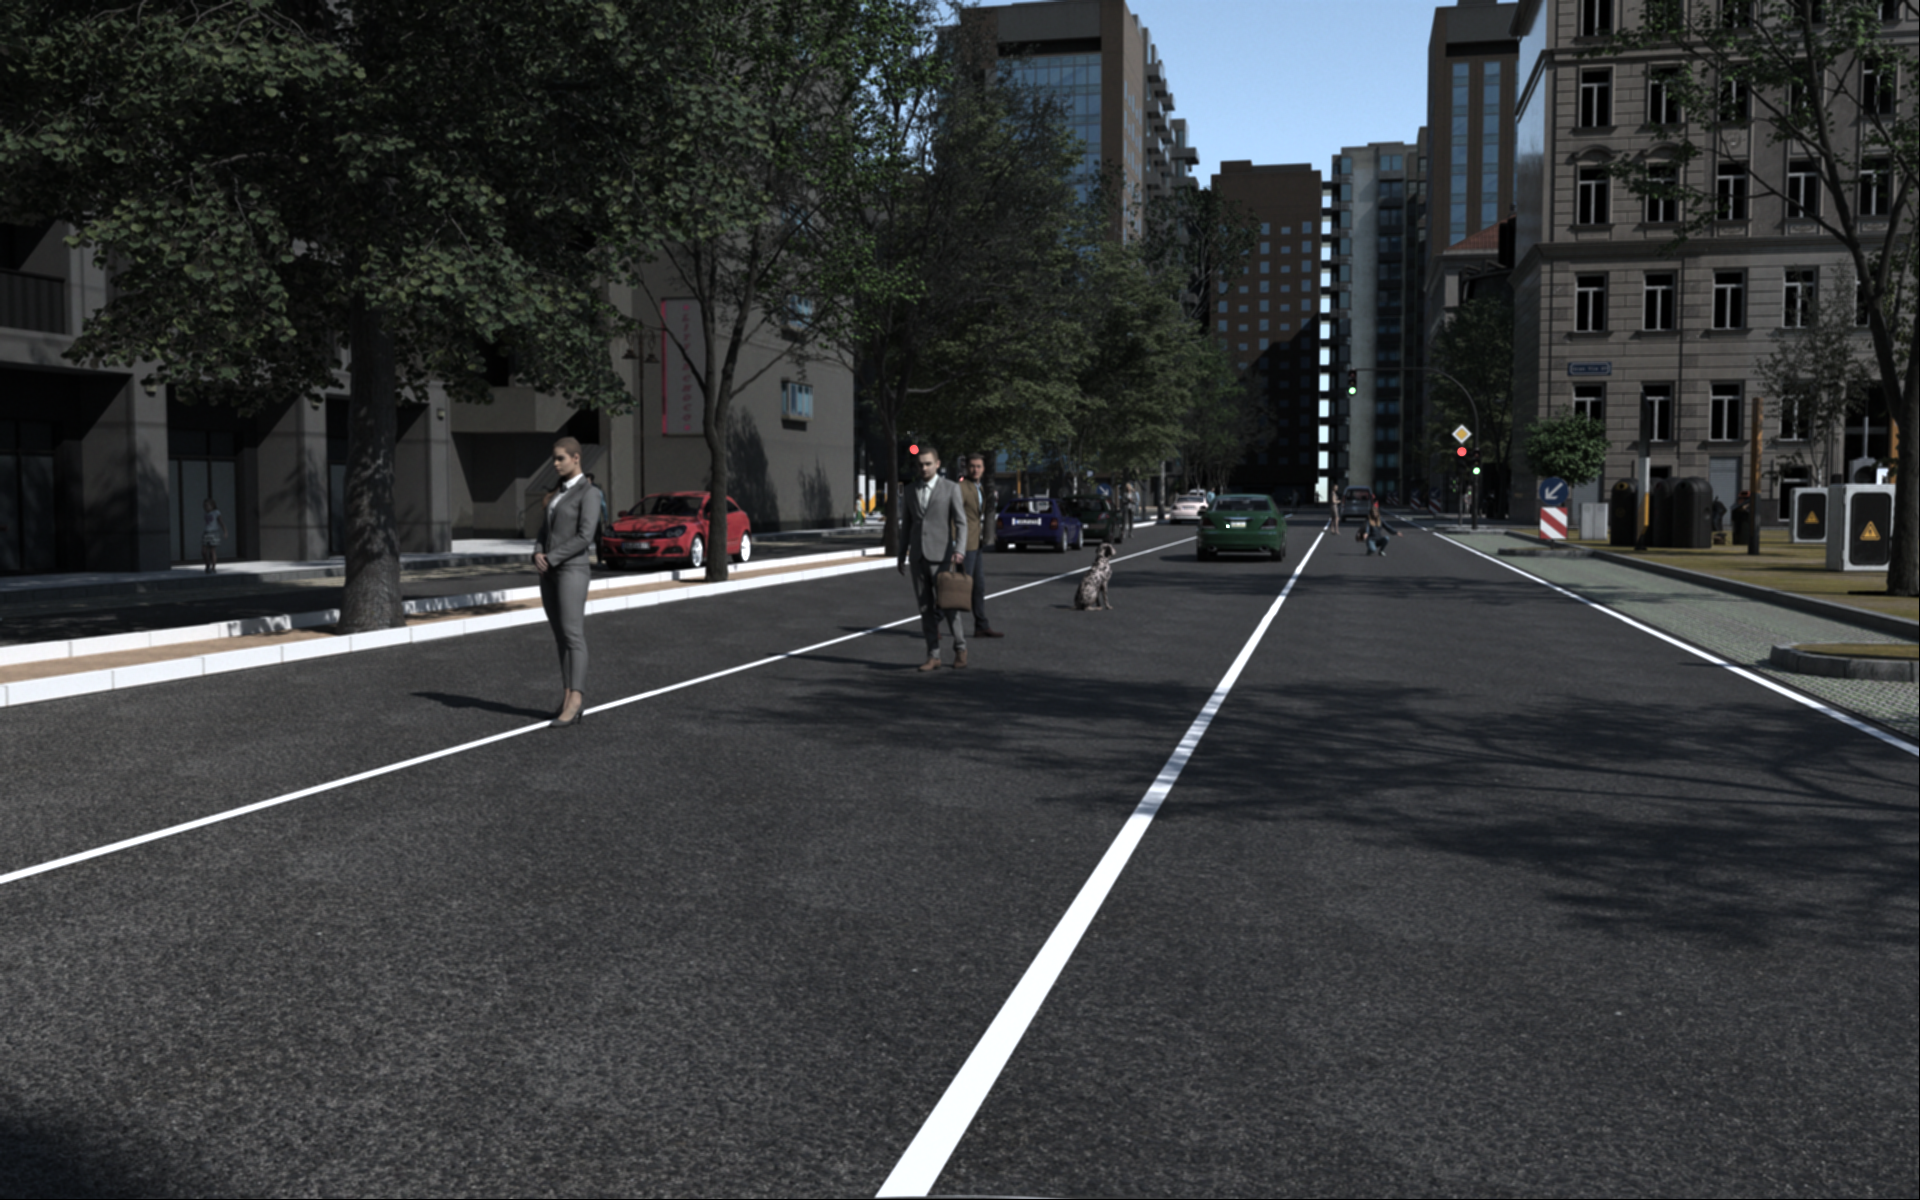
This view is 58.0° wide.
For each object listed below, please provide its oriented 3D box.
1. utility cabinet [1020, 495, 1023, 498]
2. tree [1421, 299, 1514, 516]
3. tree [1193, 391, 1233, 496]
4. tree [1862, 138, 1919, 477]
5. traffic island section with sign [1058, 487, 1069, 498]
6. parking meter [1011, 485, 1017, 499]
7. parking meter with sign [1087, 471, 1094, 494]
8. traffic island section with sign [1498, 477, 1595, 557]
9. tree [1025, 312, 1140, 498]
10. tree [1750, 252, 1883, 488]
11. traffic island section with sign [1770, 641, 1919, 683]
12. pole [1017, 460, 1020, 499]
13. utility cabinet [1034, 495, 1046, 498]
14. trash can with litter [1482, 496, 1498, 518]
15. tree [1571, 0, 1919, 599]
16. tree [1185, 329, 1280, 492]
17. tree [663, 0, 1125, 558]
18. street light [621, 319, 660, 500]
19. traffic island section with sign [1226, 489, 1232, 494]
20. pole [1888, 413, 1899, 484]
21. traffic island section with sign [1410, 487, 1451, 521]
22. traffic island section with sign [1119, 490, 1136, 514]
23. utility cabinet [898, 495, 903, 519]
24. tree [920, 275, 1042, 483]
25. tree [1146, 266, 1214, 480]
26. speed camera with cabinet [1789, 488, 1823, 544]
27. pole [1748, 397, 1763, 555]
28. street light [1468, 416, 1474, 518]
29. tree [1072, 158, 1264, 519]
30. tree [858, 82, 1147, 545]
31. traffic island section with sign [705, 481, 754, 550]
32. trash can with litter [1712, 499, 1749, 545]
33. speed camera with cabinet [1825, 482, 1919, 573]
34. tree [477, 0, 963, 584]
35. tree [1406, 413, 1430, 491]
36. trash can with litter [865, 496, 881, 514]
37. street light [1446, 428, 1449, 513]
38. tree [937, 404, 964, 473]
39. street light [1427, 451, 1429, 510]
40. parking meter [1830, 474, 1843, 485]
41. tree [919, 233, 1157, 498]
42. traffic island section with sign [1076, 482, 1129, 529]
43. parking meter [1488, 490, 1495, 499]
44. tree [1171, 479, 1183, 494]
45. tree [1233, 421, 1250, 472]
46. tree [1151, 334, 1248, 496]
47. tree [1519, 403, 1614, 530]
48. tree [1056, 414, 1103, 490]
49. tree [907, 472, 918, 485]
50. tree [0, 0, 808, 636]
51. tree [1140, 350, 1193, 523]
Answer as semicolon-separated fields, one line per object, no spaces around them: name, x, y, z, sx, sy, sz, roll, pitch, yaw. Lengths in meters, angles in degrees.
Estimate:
utility cabinet;4.015;-6.512;117.626;1.020;1.237;0.306;2;4;31
tree;30.407;-11.119;99.922;7.486;12.596;7.792;0;3;0
tree;16.201;-10.089;117.770;4.360;8.622;3.978;0;3;0
tree;19.409;-5.079;33.406;4.737;8.622;4.395;0;3;0
traffic island section with sign;5.915;-5.530;99.039;1.989;1.847;2.006;1;4;13
parking meter;3.654;-6.806;116.982;0.399;1.863;0.255;-1;4;-18
parking meter with sign;9.328;-8.107;128.818;0.543;3.016;1.738;2;4;29
traffic island section with sign;13.582;-1.933;40.229;1.989;1.847;2.006;1;4;13
tree;4.172;-6.736;62.954;4.360;8.622;3.978;0;3;0
tree;26.330;-6.282;53.068;4.360;8.622;3.978;0;3;0
traffic island section with sign;7.707;-0.324;13.920;1.989;1.847;2.006;1;4;13
pole;3.469;-6.656;102.670;0.158;3.312;0.155;0;3;0
utility cabinet;5.955;-7.067;126.703;1.020;1.237;0.306;1;4;14
trash can with litter;28.111;-4.891;91.360;1.055;1.170;0.624;-2;4;-30
tree;11.685;-5.850;21.406;9.928;11.665;9.643;0;3;0
tree;18.321;-13.100;127.011;12.009;13.543;11.850;0;3;0
tree;-1.537;-7.698;38.697;12.009;13.543;11.850;0;3;0
street light;-8.403;-4.464;45.769;0.468;5.910;1.993;1;4;13
traffic island section with sign;22.514;-8.429;145.943;2.006;1.907;1.989;1;4;13
pole;20.850;-2.744;38.709;0.158;3.312;0.155;0;3;0
traffic island section with sign;25.569;-5.211;93.827;1.989;1.847;2.006;1;4;13
traffic island section with sign;11.856;-7.156;125.622;1.989;1.847;2.006;1;4;13
utility cabinet;-2.972;-4.834;90.189;1.020;1.237;0.306;-3;4;-37
tree;-0.372;-10.889;84.693;9.857;13.997;8.962;0;3;0
tree;7.336;-9.564;76.954;7.486;12.596;7.792;0;3;0
speed camera with cabinet;22.497;-3.069;44.508;2.038;3.252;0.660;1;4;18
pole;16.845;-2.619;36.670;0.158;3.312;0.155;0;3;0
street light;27.036;-7.243;91.206;0.468;5.910;1.993;1;4;13
tree;10.313;-14.652;97.900;12.611;20.169;13.585;0;3;0
tree;0.788;-7.810;48.279;7.486;12.596;7.792;0;3;0
traffic island section with sign;-6.357;-2.172;44.144;1.989;1.847;2.006;1;4;13
trash can with litter;19.420;-1.968;43.563;1.055;1.170;0.624;2;4;28
speed camera with cabinet;15.375;-2.081;28.356;2.038;3.252;0.660;0;4;2
tree;-3.849;-6.070;27.453;9.928;11.665;9.643;0;3;0
tree;40.848;-12.138;148.816;4.737;8.622;4.395;0;3;0
trash can with litter;-5.797;-6.259;113.394;2.233;1.210;1.678;-1;4;-14
street light;32.869;-8.806;116.774;0.468;5.910;1.993;1;4;13
tree;-0.147;-11.163;132.876;4.360;8.622;3.978;0;3;0
street light;38.495;-10.366;142.266;0.468;5.910;1.993;1;4;13
parking meter;25.533;-2.739;50.497;0.255;1.863;0.399;1;4;17
tree;2.266;-7.276;55.827;8.767;10.594;7.601;1;4;13
traffic island section with sign;6.124;-3.943;72.607;2.006;1.907;1.989;1;4;13
parking meter;30.779;-5.624;100.359;0.372;1.533;0.369;0;3;0
tree;24.828;-12.331;196.215;1.663;3.219;1.824;0;3;0
tree;20.393;-11.153;135.171;4.360;8.622;3.978;0;3;0
tree;14.455;-11.134;110.253;9.928;11.665;9.643;0;3;0
tree;21.794;-4.804;62.254;4.285;4.588;4.351;0;3;0
tree;8.323;-10.421;120.748;4.737;8.622;4.395;0;3;0
tree;-3.803;-9.473;149.479;1.663;3.219;1.824;0;3;0
tree;-5.974;-6.615;17.261;9.857;13.997;8.962;0;3;0
tree;8.944;-8.015;83.857;4.360;8.622;3.978;0;3;0
